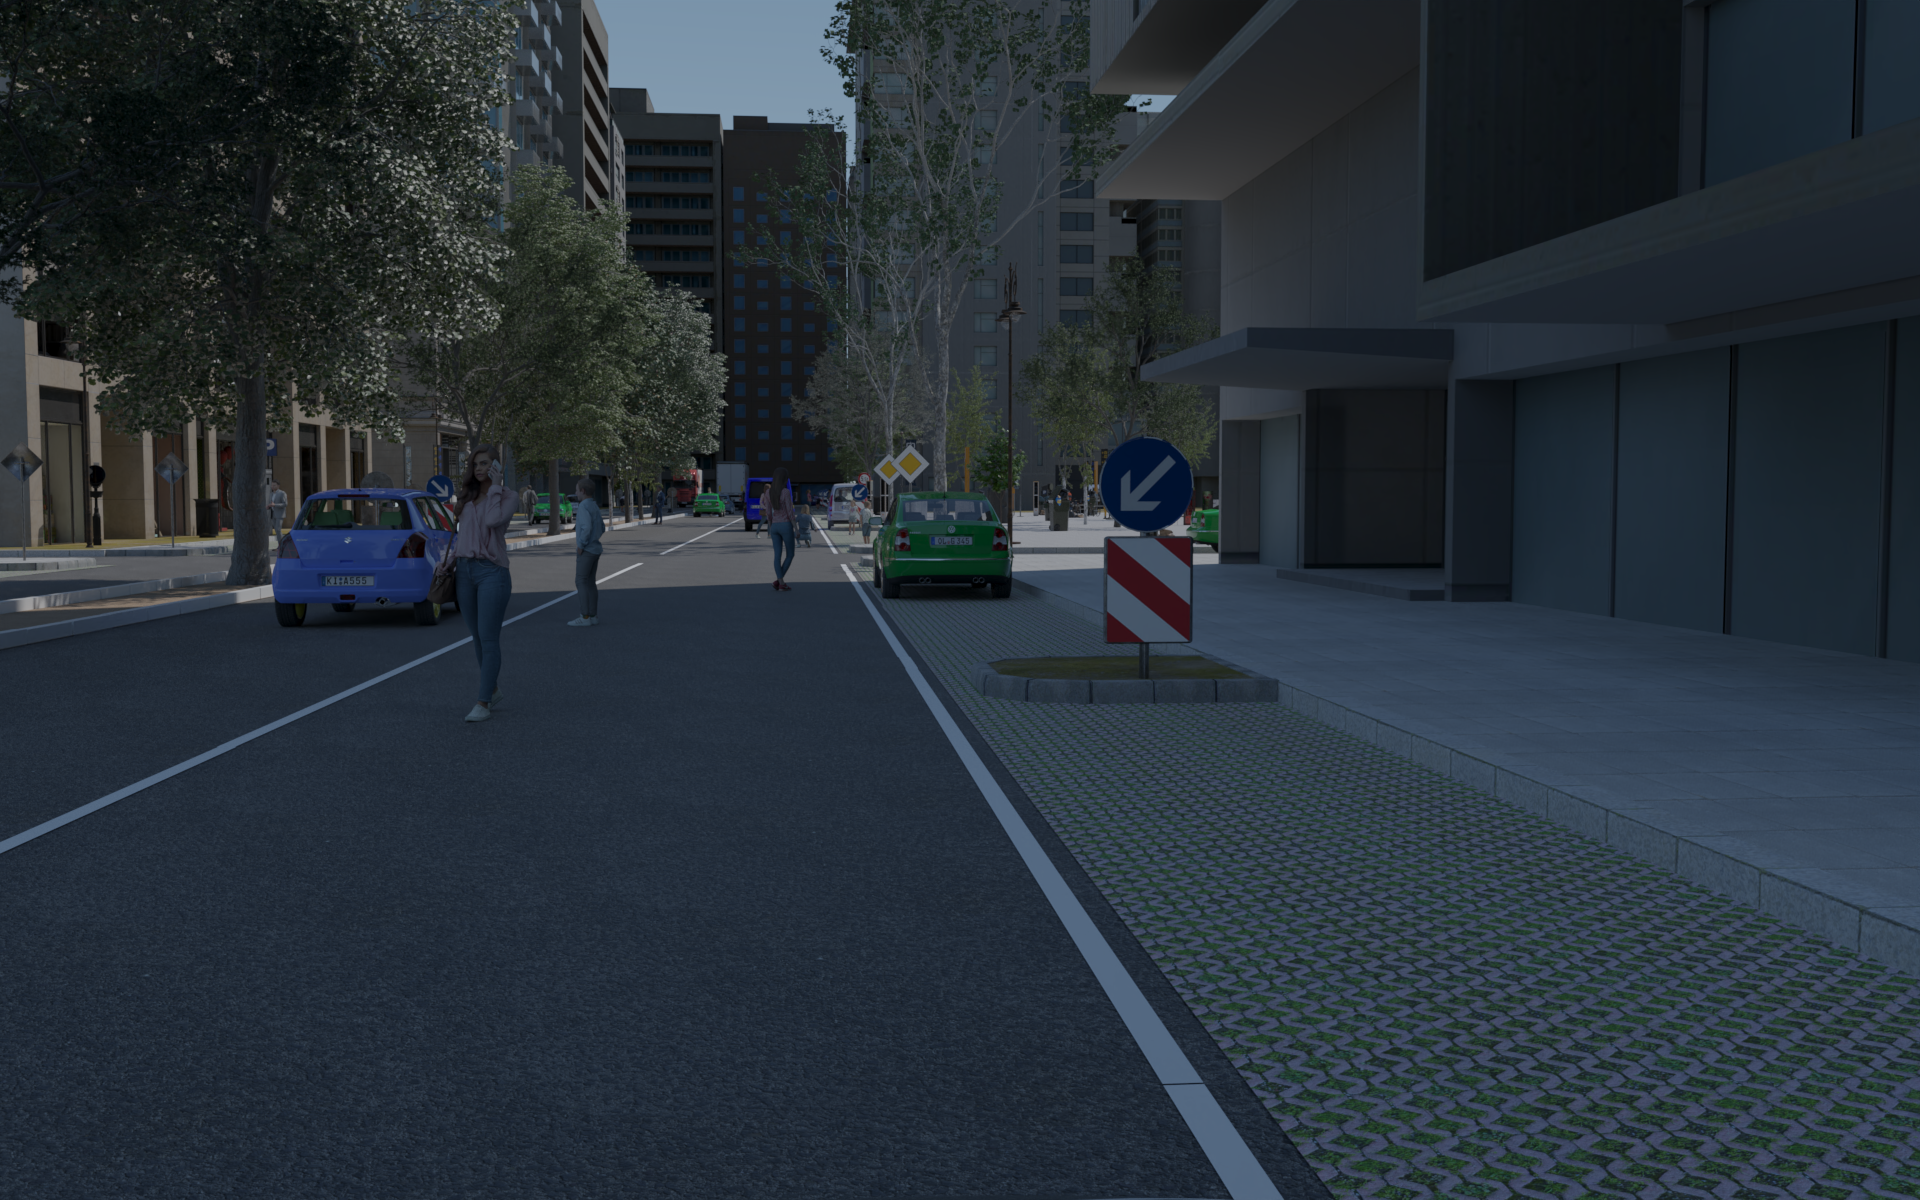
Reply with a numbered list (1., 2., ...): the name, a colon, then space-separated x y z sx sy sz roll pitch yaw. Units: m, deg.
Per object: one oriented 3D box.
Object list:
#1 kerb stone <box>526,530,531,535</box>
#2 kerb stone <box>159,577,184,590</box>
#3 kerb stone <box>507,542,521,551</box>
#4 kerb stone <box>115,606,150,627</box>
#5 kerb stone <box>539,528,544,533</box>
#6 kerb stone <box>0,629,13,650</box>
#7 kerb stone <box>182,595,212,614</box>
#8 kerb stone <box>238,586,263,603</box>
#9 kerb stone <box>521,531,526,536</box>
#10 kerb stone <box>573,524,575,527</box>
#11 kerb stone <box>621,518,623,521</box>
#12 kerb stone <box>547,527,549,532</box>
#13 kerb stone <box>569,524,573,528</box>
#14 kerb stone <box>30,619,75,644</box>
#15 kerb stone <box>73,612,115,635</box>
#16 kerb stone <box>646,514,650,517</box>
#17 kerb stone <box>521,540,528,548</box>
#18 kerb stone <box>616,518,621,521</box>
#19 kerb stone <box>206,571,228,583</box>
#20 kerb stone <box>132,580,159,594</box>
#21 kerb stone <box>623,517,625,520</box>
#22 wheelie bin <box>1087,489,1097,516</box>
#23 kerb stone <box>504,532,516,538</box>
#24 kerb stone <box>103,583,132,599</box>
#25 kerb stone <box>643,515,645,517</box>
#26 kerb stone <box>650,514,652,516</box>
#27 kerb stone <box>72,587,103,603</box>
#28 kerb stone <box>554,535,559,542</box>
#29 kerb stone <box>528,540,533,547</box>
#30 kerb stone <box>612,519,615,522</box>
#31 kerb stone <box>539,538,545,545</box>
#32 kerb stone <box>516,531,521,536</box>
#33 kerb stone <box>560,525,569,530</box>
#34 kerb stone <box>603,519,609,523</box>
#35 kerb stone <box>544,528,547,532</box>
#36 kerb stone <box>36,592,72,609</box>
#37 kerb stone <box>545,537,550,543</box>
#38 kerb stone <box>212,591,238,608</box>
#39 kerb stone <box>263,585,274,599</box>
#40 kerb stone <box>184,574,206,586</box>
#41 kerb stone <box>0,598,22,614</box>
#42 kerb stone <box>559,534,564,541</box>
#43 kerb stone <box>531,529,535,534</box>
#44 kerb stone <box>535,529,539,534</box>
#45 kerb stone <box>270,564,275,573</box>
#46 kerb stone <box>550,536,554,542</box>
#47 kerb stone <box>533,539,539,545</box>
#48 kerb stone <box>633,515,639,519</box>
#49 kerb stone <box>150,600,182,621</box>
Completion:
1. kerb stone: -15.157 -2.326 60.219 0.120 0.150 1.000 0 4 -5
2. kerb stone: -11.938 -0.233 26.005 0.120 0.150 1.000 0 4 -5
3. kerb stone: -11.631 -1.402 45.119 0.120 0.150 1.000 0 4 -5
4. kerb stone: -9.171 0.194 19.018 0.120 0.150 1.000 0 4 -5
5. kerb stone: -15.444 -2.508 63.279 0.120 0.150 1.000 0 4 -5
6. kerb stone: -8.879 0.382 15.956 0.120 0.150 1.000 0 4 -5
7. kerb stone: -9.361 0.071 21.062 0.120 0.150 1.000 0 4 -5
8. kerb stone: -9.555 -0.053 23.107 0.120 0.150 1.000 0 4 -5
9. kerb stone: -15.056 -2.260 59.190 0.120 0.150 1.000 0 4 -5
10. kerb stone: -16.305 -3.074 72.454 0.120 0.150 1.000 0 4 -5
11. kerb stone: -18.135 -4.261 91.864 0.120 0.150 1.000 0 4 -5
12. kerb stone: -15.644 -2.637 65.313 0.120 0.150 1.000 0 4 -5
13. kerb stone: -16.212 -3.012 71.433 0.120 0.150 1.000 0 4 -5
14. kerb stone: -8.976 0.326 16.974 0.120 0.150 1.000 0 4 -5
15. kerb stone: -9.065 0.259 18.002 0.120 0.150 1.000 0 4 -5
16. kerb stone: -19.780 -5.322 109.202 0.120 0.150 1.000 0 4 -5
17. kerb stone: -11.724 -1.463 46.137 0.120 0.150 1.000 0 4 -5
18. kerb stone: -18.043 -4.199 90.841 0.120 0.150 1.000 0 4 -5
19. kerb stone: -12.125 -0.358 28.047 0.120 0.150 1.000 0 4 -5
20. kerb stone: -11.841 -0.170 24.988 0.120 0.150 1.000 0 4 -5
21. kerb stone: -18.239 -4.321 92.881 0.120 0.150 1.000 0 4 -5
22. wheelie bin: 7.724 -5.770 102.254 0.693 1.594 0.980 0 4 8
23. kerb stone: -14.864 -2.131 57.155 0.120 0.150 1.000 0 4 -5
24. kerb stone: -11.743 -0.106 23.963 0.120 0.150 1.000 0 4 -5
25. kerb stone: -19.383 -5.072 105.124 0.120 0.150 1.000 0 4 -5
26. kerb stone: -19.864 -5.383 110.221 0.120 0.150 1.000 0 4 -5
27. kerb stone: -11.648 -0.045 22.938 0.120 0.150 1.000 0 4 -5
28. kerb stone: -12.299 -1.838 52.249 0.120 0.150 1.000 0 4 -5
29. kerb stone: -11.822 -1.527 47.155 0.120 0.150 1.000 0 4 -5
30. kerb stone: -17.747 -4.012 87.784 0.120 0.150 1.000 0 4 -5
31. kerb stone: -12.001 -1.651 49.191 0.120 0.150 1.000 0 4 -5
32. kerb stone: -14.970 -2.200 58.171 0.120 0.150 1.000 0 4 -5
33. kerb stone: -16.114 -2.948 70.403 0.120 0.150 1.000 0 4 -5
34. kerb stone: -17.657 -3.948 86.749 0.120 0.150 1.000 0 4 -5
35. kerb stone: -15.544 -2.575 64.296 0.120 0.150 1.000 0 4 -5
36. kerb stone: -11.548 0.017 21.920 0.120 0.150 1.000 0 4 -5
37. kerb stone: -12.106 -1.711 50.208 0.120 0.150 1.000 0 4 -5
38. kerb stone: -9.461 0.012 22.080 0.120 0.150 1.000 0 4 -5
39. kerb stone: -9.649 -0.118 24.127 0.120 0.150 1.000 0 4 -5
40. kerb stone: -12.033 -0.293 27.029 0.120 0.150 1.000 0 4 -5
41. kerb stone: -11.459 0.080 20.894 0.120 0.150 1.000 0 4 -5
42. kerb stone: -12.394 -1.900 53.266 0.120 0.150 1.000 0 4 -5
43. kerb stone: -15.253 -2.388 61.237 0.120 0.150 1.000 0 4 -5
44. kerb stone: -15.348 -2.450 62.255 0.120 0.150 1.000 0 4 -5
45. kerb stone: -12.416 -0.544 31.108 0.120 0.150 1.000 0 4 -5
46. kerb stone: -12.203 -1.776 51.231 0.120 0.150 1.000 0 4 -5
47. kerb stone: -11.924 -1.589 48.172 0.120 0.150 1.000 0 4 -5
48. kerb stone: -19.198 -4.947 103.080 0.120 0.150 1.000 0 4 -5
49. kerb stone: -9.266 0.132 20.036 0.120 0.150 1.000 0 4 -5
